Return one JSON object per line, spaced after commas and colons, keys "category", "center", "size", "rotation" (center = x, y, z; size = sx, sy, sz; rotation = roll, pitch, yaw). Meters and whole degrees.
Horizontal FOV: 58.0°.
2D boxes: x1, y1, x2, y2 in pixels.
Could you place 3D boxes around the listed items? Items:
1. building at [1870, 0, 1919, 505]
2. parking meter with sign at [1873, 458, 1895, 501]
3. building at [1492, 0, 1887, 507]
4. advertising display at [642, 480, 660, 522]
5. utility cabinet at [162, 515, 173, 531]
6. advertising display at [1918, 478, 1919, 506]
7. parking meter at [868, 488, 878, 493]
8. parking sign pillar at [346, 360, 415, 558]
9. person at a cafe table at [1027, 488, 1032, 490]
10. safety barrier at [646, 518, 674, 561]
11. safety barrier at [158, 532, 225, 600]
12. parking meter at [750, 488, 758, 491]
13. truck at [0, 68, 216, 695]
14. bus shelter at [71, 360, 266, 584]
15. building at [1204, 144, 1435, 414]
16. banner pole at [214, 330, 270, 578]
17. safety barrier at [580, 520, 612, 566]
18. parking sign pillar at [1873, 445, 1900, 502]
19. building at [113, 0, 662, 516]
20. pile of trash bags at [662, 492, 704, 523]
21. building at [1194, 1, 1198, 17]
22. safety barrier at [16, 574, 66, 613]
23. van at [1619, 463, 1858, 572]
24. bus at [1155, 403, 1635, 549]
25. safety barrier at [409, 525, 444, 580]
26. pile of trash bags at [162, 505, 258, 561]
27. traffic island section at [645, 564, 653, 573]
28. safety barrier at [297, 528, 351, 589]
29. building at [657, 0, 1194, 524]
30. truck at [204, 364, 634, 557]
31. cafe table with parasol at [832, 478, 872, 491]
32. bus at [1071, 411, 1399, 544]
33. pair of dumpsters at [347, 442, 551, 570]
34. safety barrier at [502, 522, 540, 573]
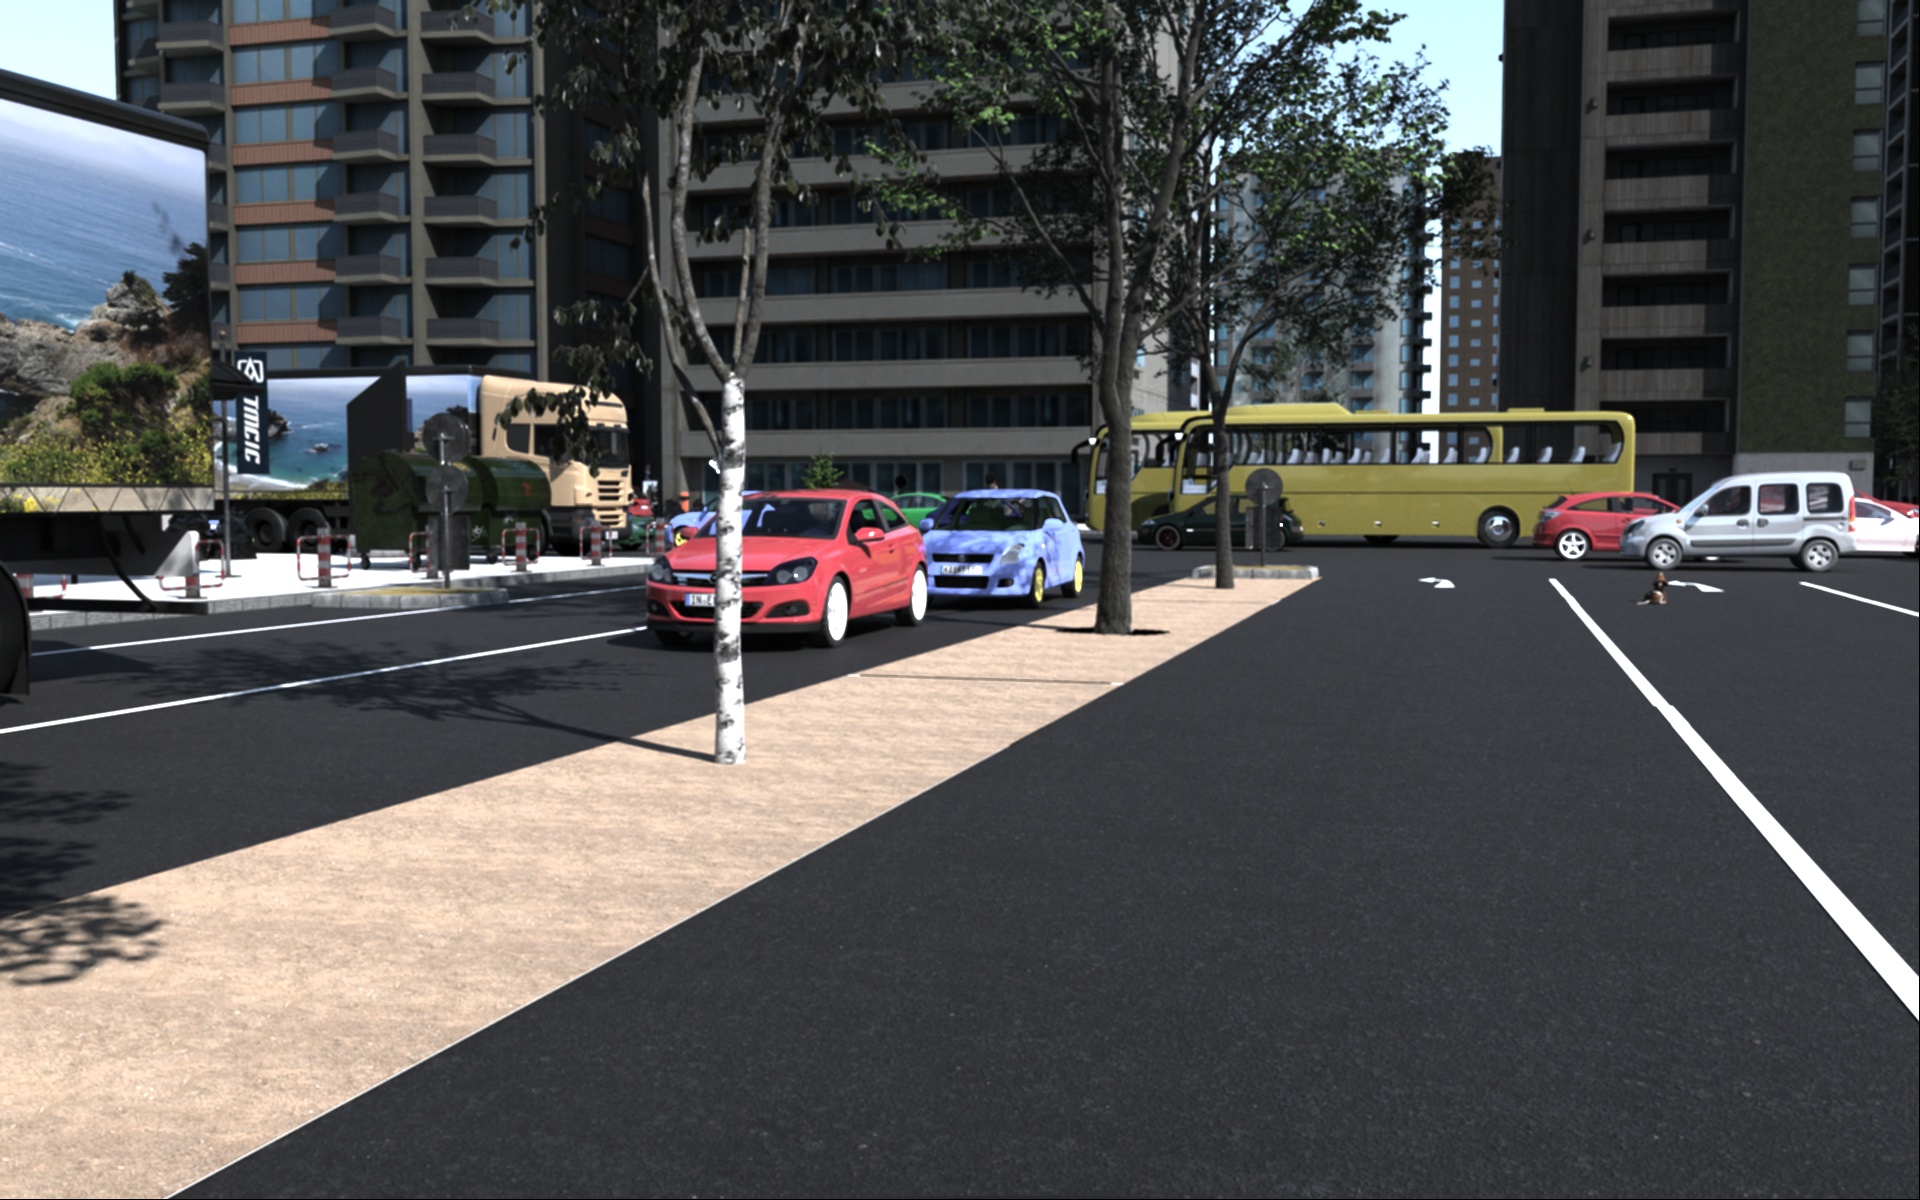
{"category": "building", "center": [84.259, -43.465, 148.897], "size": [20.563, 71.187, 20.611], "rotation": [1, 4, 17]}
{"category": "parking meter with sign", "center": [43.742, -5.308, 83.047], "size": [1.738, 3.016, 0.543], "rotation": [1, 4, 16]}
{"category": "building", "center": [30.372, -18.497, 74.120], "size": [14.107, 30.474, 14.160], "rotation": [1, 4, 17]}
{"category": "advertising display", "center": [-14.099, -4.517, 79.069], "size": [0.974, 1.923, 0.123], "rotation": [2, 4, 32]}
{"category": "utility cabinet", "center": [-16.243, -1.596, 34.779], "size": [0.318, 1.500, 1.173], "rotation": [1, 4, 17]}
{"category": "advertising display", "center": [37.923, -3.836, 67.938], "size": [0.974, 1.923, 0.123], "rotation": [-2, 4, -29]}
{"category": "parking meter", "center": [-3.370, -3.599, 67.251], "size": [0.372, 1.533, 0.369], "rotation": [0, 3, 0]}
{"category": "parking sign pillar", "center": [-11.763, -2.859, 35.216], "size": [1.447, 3.967, 1.447], "rotation": [1, 4, 15]}
{"category": "person at a cafe table", "center": [2.643, -3.573, 66.937], "size": [1.698, 1.524, 1.622], "rotation": [0, 4, -5]}
{"category": "safety barrier", "center": [-5.751, -1.159, 33.233], "size": [0.300, 0.817, 1.120], "rotation": [1, 4, 17]}
{"category": "safety barrier", "center": [-9.369, -0.419, 21.134], "size": [0.300, 0.817, 1.120], "rotation": [1, 4, 17]}
{"category": "parking meter", "center": [-9.252, -4.253, 77.949], "size": [0.372, 1.533, 0.369], "rotation": [0, 3, 0]}
{"category": "truck", "center": [-8.574, -1.185, 8.288], "size": [2.839, 4.237, 11.283], "rotation": [1, 4, 18]}
{"category": "bus shelter", "center": [-12.124, -1.812, 23.551], "size": [2.014, 3.302, 5.546], "rotation": [1, 4, 17]}
{"category": "building", "center": [49.777, -37.938, 239.899], "size": [30.456, 49.044, 23.786], "rotation": [1, 4, 17]}
{"category": "banner pole", "center": [-11.059, -2.241, 26.660], "size": [0.863, 3.779, 0.401], "rotation": [-1, 4, -20]}
{"category": "safety barrier", "center": [-6.476, -1.012, 30.818], "size": [0.300, 0.817, 1.120], "rotation": [1, 4, 17]}
{"category": "parking sign pillar", "center": [49.460, -6.366, 92.557], "size": [1.447, 3.967, 1.447], "rotation": [-2, 4, -28]}
{"category": "building", "center": [-31.997, -27.019, 96.393], "size": [28.867, 44.769, 22.147], "rotation": [1, 4, 17]}
{"category": "pile of trash bags", "center": [-11.883, -3.977, 74.777], "size": [1.912, 1.369, 3.447], "rotation": [-1, 4, -11]}
{"category": "building", "center": [9.243, -38.518, 171.767], "size": [28.212, 58.520, 21.231], "rotation": [1, 4, 17]}
{"category": "safety barrier", "center": [-10.100, -0.271, 18.703], "size": [0.300, 0.817, 1.120], "rotation": [1, 4, 17]}
{"category": "van", "center": [14.682, -1.578, 32.807], "size": [4.112, 2.044, 2.013], "rotation": [1, 4, 18]}
{"category": "bus", "center": [11.587, -3.382, 46.845], "size": [12.252, 3.916, 2.896], "rotation": [1, 4, 15]}
{"category": "safety barrier", "center": [-7.920, -0.716, 25.977], "size": [0.300, 0.817, 1.120], "rotation": [1, 4, 17]}
{"category": "pile of trash bags", "center": [-15.349, -1.425, 33.058], "size": [1.912, 1.369, 3.447], "rotation": [2, 4, 29]}
{"category": "traffic island section", "center": [-4.391, -0.637, 32.698], "size": [2.009, 0.180, 2.903], "rotation": [1, 4, 17]}
{"category": "safety barrier", "center": [-8.648, -0.568, 23.563], "size": [0.300, 0.817, 1.120], "rotation": [1, 4, 17]}
{"category": "building", "center": [-0.570, -28.238, 85.388], "size": [21.600, 48.544, 21.300], "rotation": [1, 4, 17]}
{"category": "truck", "center": [-12.325, -3.078, 39.244], "size": [11.283, 4.237, 2.839], "rotation": [1, 4, 18]}
{"category": "cafe table with parasol", "center": [-4.813, -4.198, 73.498], "size": [2.610, 1.966, 2.610], "rotation": [3, 5, 41]}
{"category": "bus", "center": [9.574, -3.641, 51.082], "size": [12.252, 3.916, 2.896], "rotation": [1, 4, 17]}
{"category": "pair of dumpsters", "center": [-9.124, -1.753, 31.161], "size": [1.574, 2.255, 4.437], "rotation": [1, 4, 16]}
{"category": "safety barrier", "center": [-7.199, -0.864, 28.404], "size": [0.300, 0.817, 1.120], "rotation": [1, 4, 17]}
